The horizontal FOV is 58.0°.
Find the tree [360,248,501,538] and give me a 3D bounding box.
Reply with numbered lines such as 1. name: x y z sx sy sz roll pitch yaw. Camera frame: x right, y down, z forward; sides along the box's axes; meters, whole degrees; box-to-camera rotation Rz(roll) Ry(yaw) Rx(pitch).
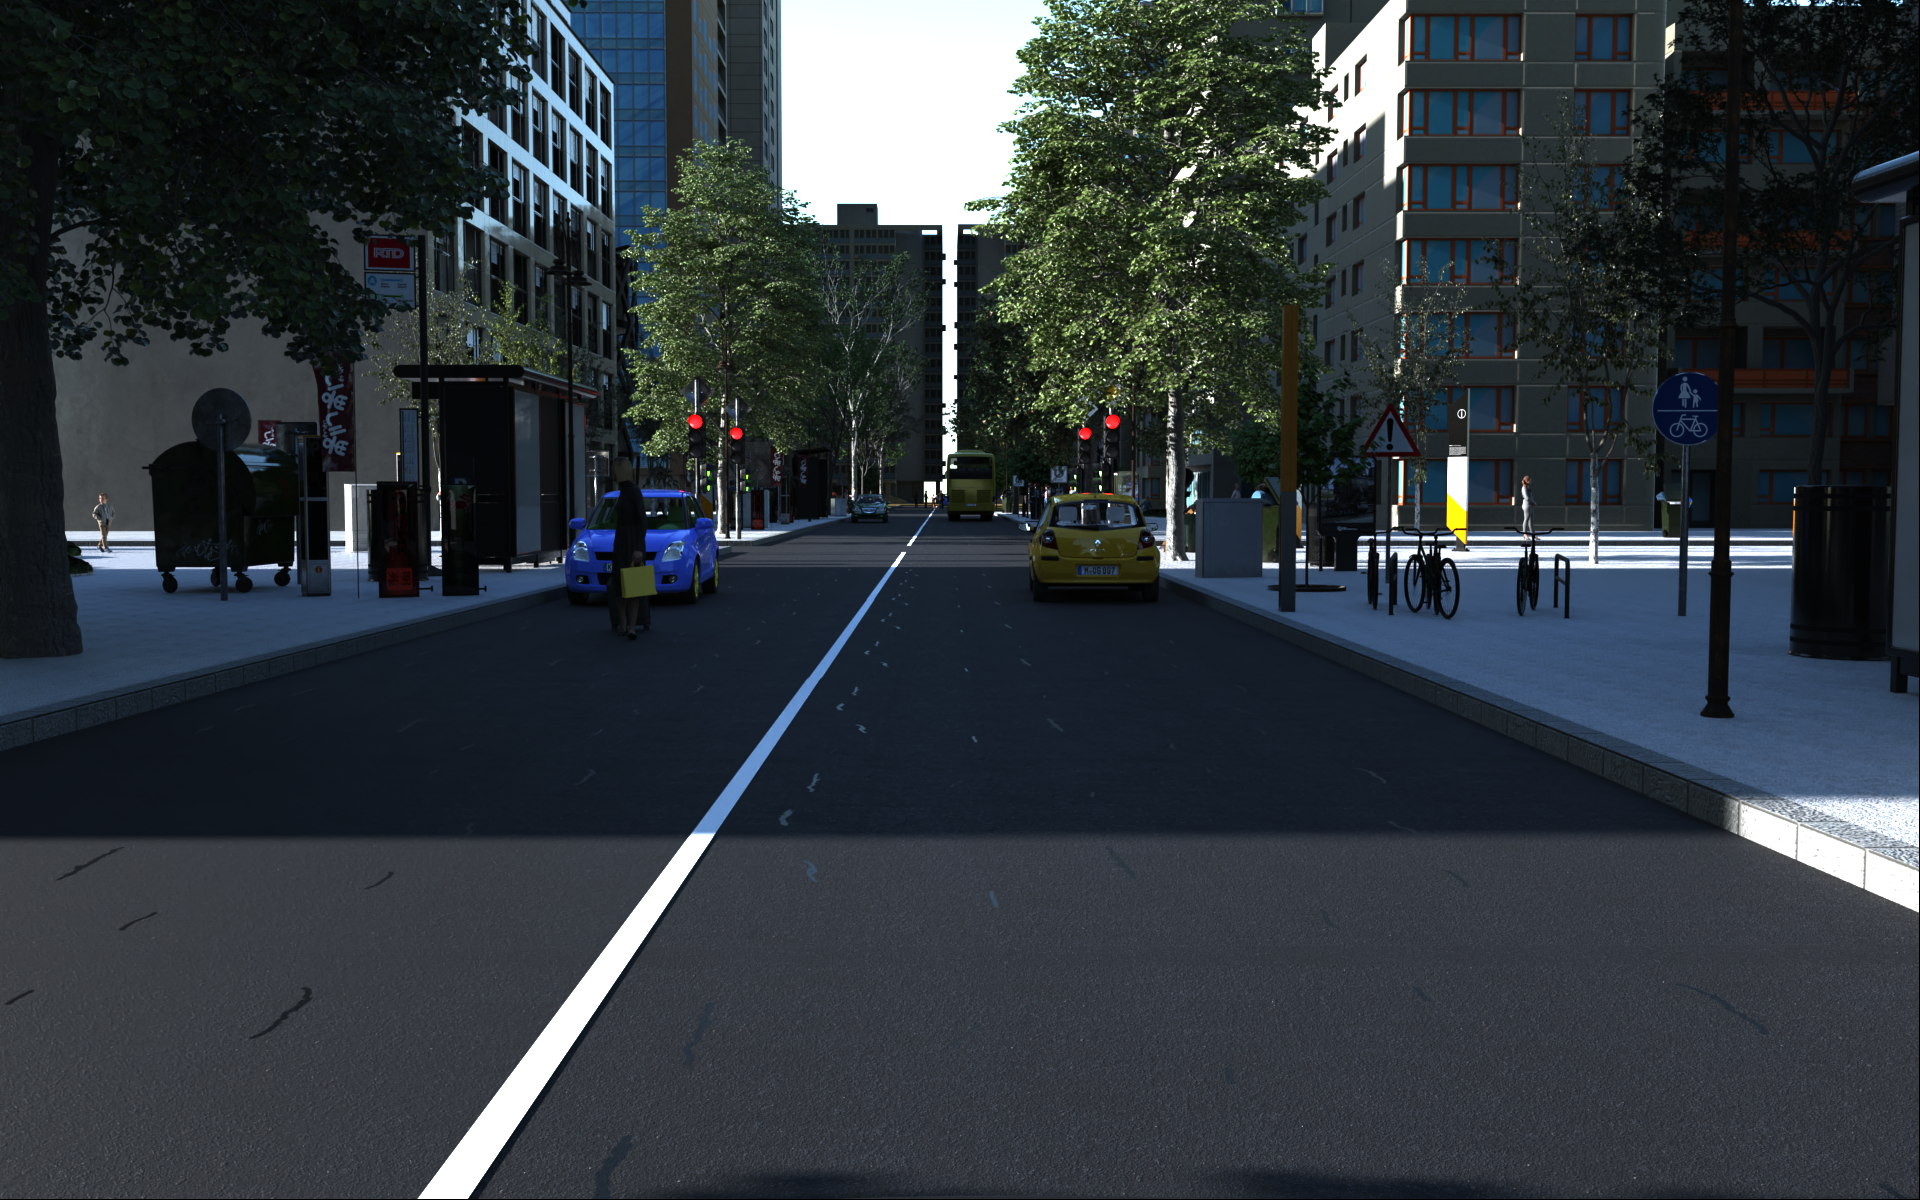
1. tree: -15.195 -6.121 50.438 4.360 8.622 3.978 0 3 0

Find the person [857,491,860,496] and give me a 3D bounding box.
1. person: -8.741 -8.569 146.083 1.348 1.831 0.705 -1 4 -20

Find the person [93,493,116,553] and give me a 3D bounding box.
1. person: -18.722 -1.689 37.927 0.640 1.303 0.475 2 4 30

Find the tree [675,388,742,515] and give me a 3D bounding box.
1. tree: -15.824 -9.817 110.865 4.737 8.622 4.395 0 3 0

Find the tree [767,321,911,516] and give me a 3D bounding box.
1. tree: -7.587 -10.856 103.258 9.928 11.665 9.643 0 3 0

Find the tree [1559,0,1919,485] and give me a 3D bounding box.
1. tree: 11.954 -5.441 23.375 7.601 10.594 8.767 0 4 6

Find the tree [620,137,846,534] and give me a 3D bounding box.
1. tree: -7.293 -8.414 55.693 7.486 12.596 7.792 0 3 0

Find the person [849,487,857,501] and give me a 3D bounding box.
1. person: -7.562 -7.119 122.639 0.583 1.804 0.606 0 4 6

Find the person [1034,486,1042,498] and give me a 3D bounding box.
1. person: 3.981 -5.087 89.476 0.793 1.790 0.793 -3 4 -37

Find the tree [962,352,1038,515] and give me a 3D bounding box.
1. tree: 3.598 -11.182 108.580 9.928 11.665 9.643 0 3 0

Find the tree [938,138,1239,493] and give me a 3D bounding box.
1. tree: 4.105 -8.444 55.074 9.611 12.733 9.660 0 3 0

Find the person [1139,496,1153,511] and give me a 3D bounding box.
1. person: 10.863 -5.512 101.666 1.012 1.151 0.738 0 4 4

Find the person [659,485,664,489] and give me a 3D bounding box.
1. person: -16.181 -5.340 93.530 0.728 1.800 0.709 -1 4 -20

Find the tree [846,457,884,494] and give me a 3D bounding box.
1. tree: -8.263 -10.269 151.610 4.285 4.588 4.351 0 3 0

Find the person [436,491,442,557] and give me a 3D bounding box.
1. person: -10.360 -1.761 35.013 0.511 1.800 0.466 2 4 27

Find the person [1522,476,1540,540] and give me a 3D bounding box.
1. person: 15.960 -2.571 48.354 0.573 1.790 0.520 1 4 10

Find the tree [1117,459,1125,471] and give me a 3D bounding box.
1. tree: 8.476 -6.015 92.949 1.663 3.219 1.824 0 3 0

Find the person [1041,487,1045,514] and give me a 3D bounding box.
1. person: 5.361 -6.538 113.122 0.590 1.801 0.661 1 4 19

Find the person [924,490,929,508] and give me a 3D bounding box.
1. person: -3.365 -10.057 173.074 0.705 1.807 1.348 1 4 14

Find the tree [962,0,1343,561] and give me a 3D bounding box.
1. tree: 3.780 -7.024 32.964 7.486 12.596 7.792 0 3 0

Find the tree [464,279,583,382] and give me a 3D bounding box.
1. tree: -14.863 -6.652 59.130 4.737 8.622 4.395 0 3 0

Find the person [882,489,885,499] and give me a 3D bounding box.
1. person: -7.842 -10.197 173.298 0.750 1.759 0.617 1 4 12

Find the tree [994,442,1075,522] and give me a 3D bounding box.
1. tree: 3.794 -5.887 79.958 4.285 4.588 4.351 0 3 0

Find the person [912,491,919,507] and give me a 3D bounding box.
1. person: -4.778 -10.831 186.296 0.721 1.735 1.217 3 4 36

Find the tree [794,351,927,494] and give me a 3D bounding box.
1. tree: -7.788 -14.015 139.520 12.009 13.543 11.850 0 3 0

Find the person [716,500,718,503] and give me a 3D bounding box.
1. person: -10.128 -4.109 73.589 0.716 1.782 0.532 3 5 39

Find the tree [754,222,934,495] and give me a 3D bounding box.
1. tree: -8.992 -16.323 122.764 12.611 20.169 13.585 0 3 0

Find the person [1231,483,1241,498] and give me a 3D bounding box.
1. person: 11.637 -4.109 73.894 0.598 1.740 0.731 1 4 22

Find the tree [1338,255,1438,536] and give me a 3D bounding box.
1. tree: 13.737 -6.257 52.671 4.360 8.622 3.978 0 3 0

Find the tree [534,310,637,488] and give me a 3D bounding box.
1. tree: -15.320 -7.248 68.864 4.360 8.622 3.978 0 3 0

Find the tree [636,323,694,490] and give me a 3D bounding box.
1. tree: -13.079 -7.609 74.770 4.360 8.622 3.978 0 3 0

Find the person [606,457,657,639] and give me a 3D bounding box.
1. person: -3.337 -0.545 17.622 0.699 1.804 1.509 0 4 -1

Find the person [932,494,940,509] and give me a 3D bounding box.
1. person: -2.285 -9.250 162.918 0.628 1.438 0.799 1 4 13

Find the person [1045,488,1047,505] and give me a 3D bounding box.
1. person: 5.975 -6.940 119.525 0.388 1.821 0.555 -3 5 -40

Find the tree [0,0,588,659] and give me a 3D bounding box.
1. tree: -7.290 -6.527 13.378 9.857 13.997 8.962 0 3 0

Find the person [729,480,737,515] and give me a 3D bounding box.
1. person: -8.483 -3.587 64.879 0.721 1.800 0.419 -3 4 -36

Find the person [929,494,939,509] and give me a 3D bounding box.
1. person: -2.527 -9.319 164.125 1.065 1.426 0.557 2 4 30

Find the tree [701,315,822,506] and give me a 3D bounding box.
1. tree: -7.890 -7.309 69.867 4.360 8.622 3.978 0 3 0

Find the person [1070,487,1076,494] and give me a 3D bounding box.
1. person: 7.256 -6.497 112.364 0.616 1.811 0.778 3 5 45

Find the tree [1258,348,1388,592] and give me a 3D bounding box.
1. tree: 4.538 -1.735 22.973 1.663 3.219 1.824 0 3 0

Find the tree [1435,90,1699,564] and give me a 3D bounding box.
1. tree: 11.533 -4.959 31.445 4.360 8.622 3.978 0 3 0

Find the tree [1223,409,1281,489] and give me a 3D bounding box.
1. tree: 11.437 -4.955 64.724 4.285 4.588 4.351 0 3 0

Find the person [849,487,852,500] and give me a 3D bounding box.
1. person: -8.223 -7.694 131.973 0.705 1.807 1.348 2 4 29

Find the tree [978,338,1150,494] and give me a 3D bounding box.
1. tree: 4.209 -8.401 71.762 8.767 10.594 7.601 2 4 27

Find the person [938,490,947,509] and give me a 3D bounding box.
1. person: -1.793 -9.563 164.998 1.348 1.807 0.705 0 3 0
